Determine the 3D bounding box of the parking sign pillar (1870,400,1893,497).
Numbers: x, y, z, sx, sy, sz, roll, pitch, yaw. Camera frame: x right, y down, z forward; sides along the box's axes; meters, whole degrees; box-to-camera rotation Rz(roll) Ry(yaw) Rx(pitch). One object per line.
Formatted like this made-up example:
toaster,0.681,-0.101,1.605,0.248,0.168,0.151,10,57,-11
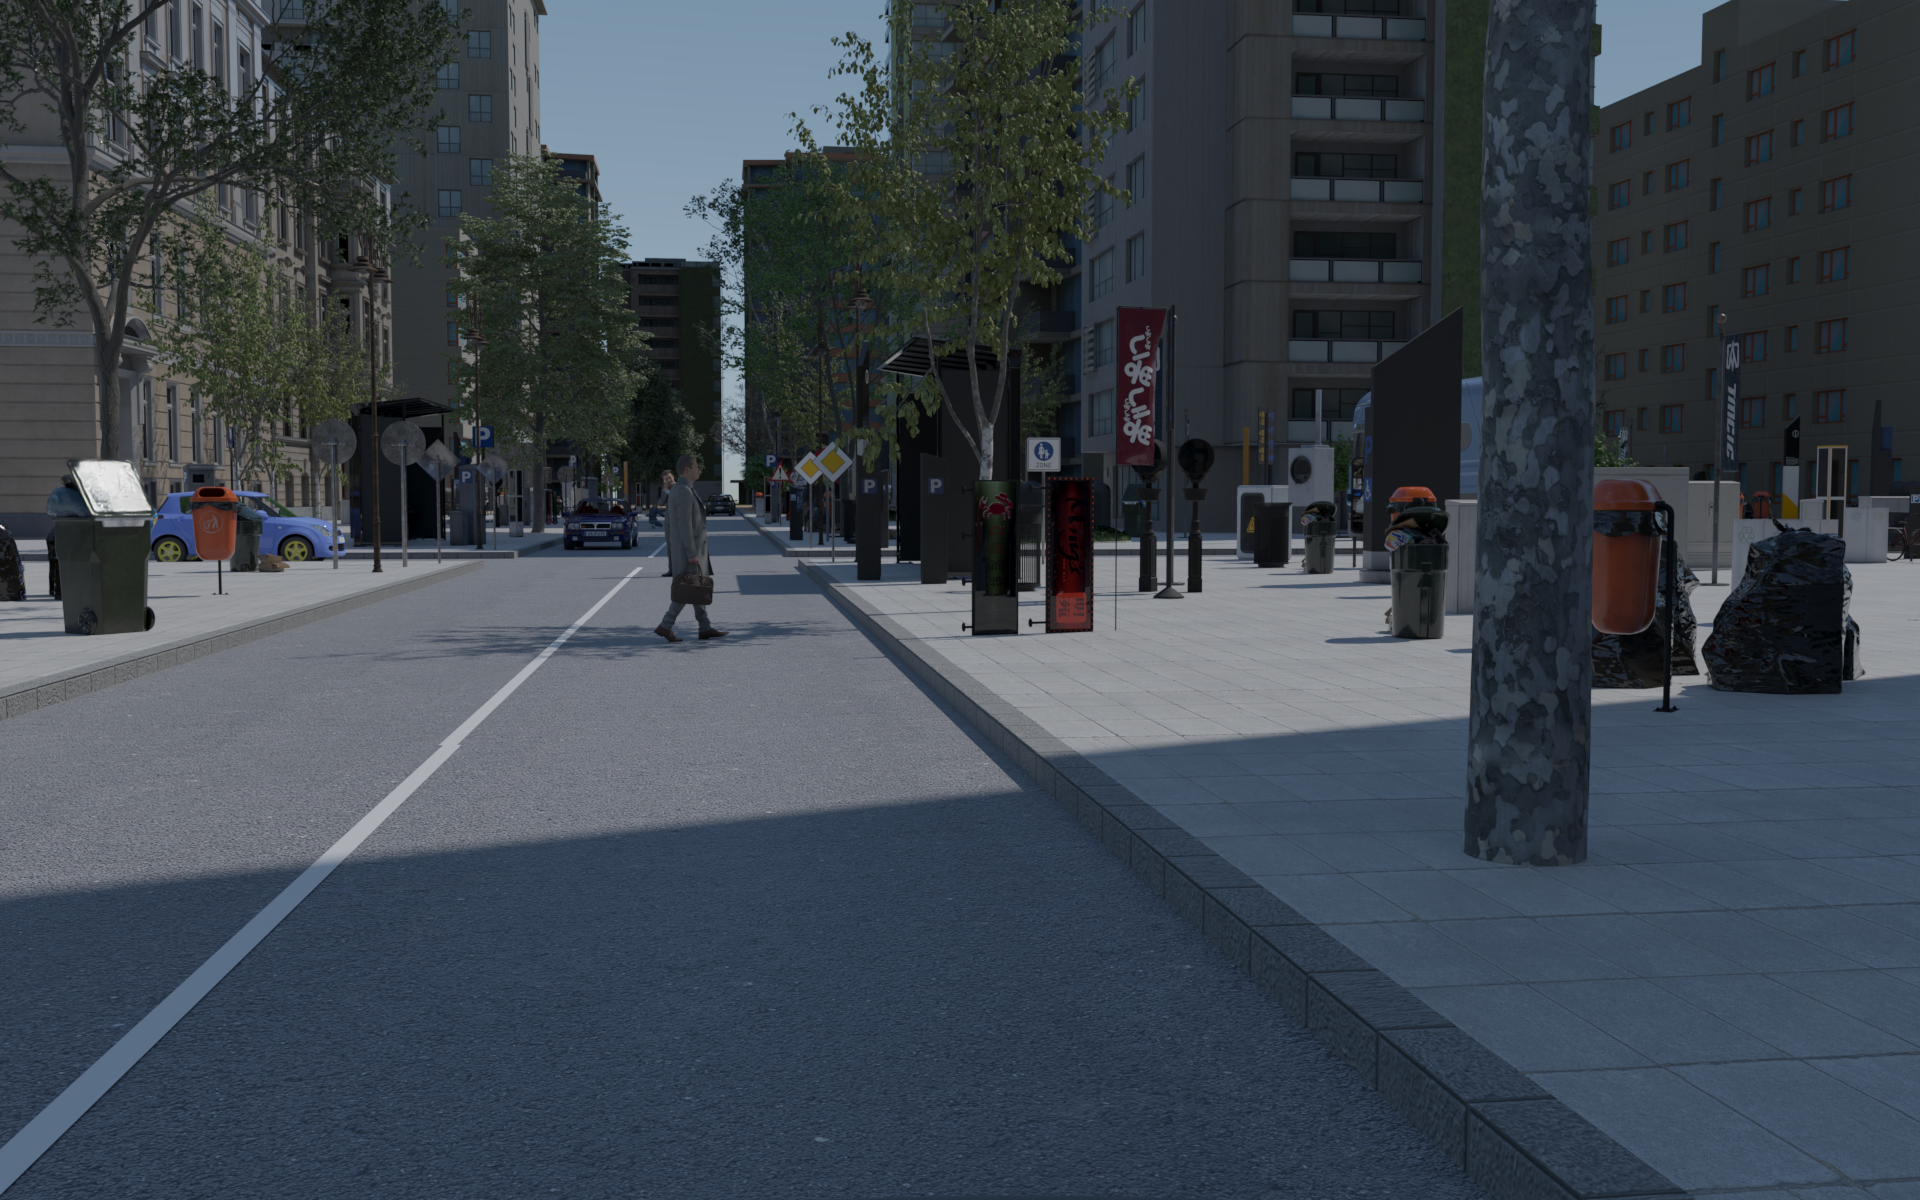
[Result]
parking sign pillar,26.641,-3.772,50.145,1.447,3.967,1.447,2,4,24

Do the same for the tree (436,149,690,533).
tree,-13.774,-8.535,57.668,7.486,12.596,7.792,0,3,0

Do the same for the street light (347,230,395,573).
street light,-9.541,-3.388,28.186,0.468,5.910,1.993,0,4,-8

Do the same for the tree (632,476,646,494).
tree,-28.571,-9.905,156.541,1.663,3.219,1.824,0,3,0

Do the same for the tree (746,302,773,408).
tree,-5.741,-6.863,62.573,4.737,8.622,4.395,0,3,0

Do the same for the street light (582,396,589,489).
street light,-16.196,-6.254,75.042,0.468,5.910,1.993,0,4,-8

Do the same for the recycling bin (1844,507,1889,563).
recycling bin,16.929,-1.218,32.472,0.722,1.027,0.722,1,4,17

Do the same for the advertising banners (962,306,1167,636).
advertising banners,0.988,-1.210,15.965,2.074,3.025,0.090,-1,4,-22

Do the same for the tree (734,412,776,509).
tree,-17.996,-12.318,151.765,4.360,8.622,3.978,0,3,0

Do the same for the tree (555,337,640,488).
tree,-17.506,-8.052,82.018,4.360,8.622,3.978,0,3,0

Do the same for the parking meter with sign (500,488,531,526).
parking meter with sign,-17.867,-4.538,70.456,1.738,3.016,0.543,0,4,0

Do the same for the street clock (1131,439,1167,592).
street clock,2.474,-1.110,22.719,0.471,2.002,0.358,2,4,33

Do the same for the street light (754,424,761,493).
street light,-13.315,-8.644,114.123,0.468,5.910,1.993,0,4,-8

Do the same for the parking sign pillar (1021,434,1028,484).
parking sign pillar,2.105,-5.051,71.048,1.447,3.967,1.447,1,4,17

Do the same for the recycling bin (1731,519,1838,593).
recycling bin,8.201,-0.287,17.241,0.722,1.027,0.722,-2,4,-33

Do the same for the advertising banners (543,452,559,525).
advertising banners,-17.241,-4.669,72.530,0.090,3.025,2.074,0,4,8

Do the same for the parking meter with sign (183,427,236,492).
parking meter with sign,-19.539,-2.947,44.440,1.738,3.016,0.543,-3,4,-39

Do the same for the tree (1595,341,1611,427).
tree,22.700,-7.116,66.714,4.360,8.622,3.978,0,3,0

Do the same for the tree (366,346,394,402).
tree,-22.605,-6.794,61.438,4.737,8.622,4.395,0,3,0

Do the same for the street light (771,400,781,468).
street light,-8.391,-6.508,79.199,0.468,5.910,1.993,0,4,-8

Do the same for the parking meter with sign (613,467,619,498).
parking meter with sign,-22.522,-7.003,110.756,1.738,3.016,0.543,3,5,44

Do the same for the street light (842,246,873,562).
street light,-1.915,-3.651,32.489,0.468,5.910,1.993,0,4,-8

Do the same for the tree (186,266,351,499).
tree,-22.019,-6.377,54.626,4.360,8.622,3.978,0,3,0

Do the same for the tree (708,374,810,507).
tree,-19.761,-15.773,168.263,12.009,13.543,11.850,0,3,0

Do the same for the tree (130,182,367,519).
tree,-16.965,-5.507,40.400,4.737,8.622,4.395,0,3,0

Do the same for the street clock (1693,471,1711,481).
street clock,23.461,-3.073,54.809,0.471,2.002,0.358,0,4,0

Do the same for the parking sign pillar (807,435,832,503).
parking sign pillar,-6.451,-5.574,79.612,1.447,3.967,1.447,3,5,40

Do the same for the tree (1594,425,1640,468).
tree,17.872,-3.304,48.614,1.663,3.219,1.824,0,3,0

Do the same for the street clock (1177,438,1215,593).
street clock,3.067,-1.101,22.564,0.471,2.002,0.358,0,4,5

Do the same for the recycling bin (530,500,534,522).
recycling bin,-19.511,-4.140,80.236,0.722,1.027,0.722,1,4,22

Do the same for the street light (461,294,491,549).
street light,-11.176,-4.119,40.131,0.468,5.910,1.993,0,4,-8

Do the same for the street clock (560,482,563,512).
street clock,-24.198,-6.170,105.455,0.358,2.002,0.471,-1,4,-12

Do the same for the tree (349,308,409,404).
tree,-23.100,-7.104,66.520,4.360,8.622,3.978,0,3,0

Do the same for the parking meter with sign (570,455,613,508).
parking meter with sign,-16.593,-4.980,77.682,0.543,3.016,1.738,3,5,44

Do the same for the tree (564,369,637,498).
tree,-19.765,-8.925,96.280,4.737,8.622,4.395,0,3,0

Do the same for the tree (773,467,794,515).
tree,-11.336,-6.939,108.050,1.663,3.219,1.824,0,3,0

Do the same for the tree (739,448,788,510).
tree,-13.970,-8.629,124.796,4.285,4.588,4.351,0,3,0

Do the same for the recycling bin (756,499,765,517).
recycling bin,-10.786,-5.082,95.649,0.722,1.027,0.722,-3,5,-42

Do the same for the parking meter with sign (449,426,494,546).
parking meter with sign,-12.345,-2.901,43.697,0.543,3.016,1.738,0,4,8

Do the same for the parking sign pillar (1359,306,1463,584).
parking sign pillar,6.532,-2.235,25.019,1.447,3.967,1.447,0,4,-5

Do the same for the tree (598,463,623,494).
tree,-21.669,-6.819,106.091,1.663,3.219,1.824,0,3,0

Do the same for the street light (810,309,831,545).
street light,-3.502,-4.322,43.457,0.468,5.910,1.993,0,4,-8

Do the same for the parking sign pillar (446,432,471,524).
parking sign pillar,-21.706,-5.329,75.600,1.447,3.967,1.447,0,4,-2

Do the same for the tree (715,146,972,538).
tree,-3.339,-7.668,51.129,9.928,11.665,9.643,0,3,0

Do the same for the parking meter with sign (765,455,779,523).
parking meter with sign,-8.352,-4.959,77.333,0.543,3.016,1.738,0,4,-1

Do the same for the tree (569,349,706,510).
tree,-25.496,-13.449,136.903,9.611,12.733,9.660,0,3,0

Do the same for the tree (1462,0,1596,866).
tree,2.673,-9.235,6.885,12.611,20.169,13.585,0,3,0

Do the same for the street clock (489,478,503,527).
street clock,-17.855,-3.799,66.689,0.358,2.002,0.471,3,5,45

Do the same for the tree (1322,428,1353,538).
tree,10.963,-3.423,50.571,1.663,3.219,1.824,0,3,0

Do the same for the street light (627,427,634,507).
street light,-20.957,-8.392,109.989,0.468,5.910,1.993,0,4,-8

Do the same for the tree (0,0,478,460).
tree,-8.721,-5.119,18.115,8.767,10.594,7.601,1,4,18

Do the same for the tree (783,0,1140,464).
tree,0.199,-4.200,19.040,4.737,8.622,4.395,0,3,0

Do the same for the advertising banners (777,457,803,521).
advertising banners,-8.202,-5.335,83.419,0.090,3.025,2.074,2,4,32

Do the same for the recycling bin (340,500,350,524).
recycling bin,-26.253,-3.800,74.684,0.722,1.027,0.722,0,4,-6
